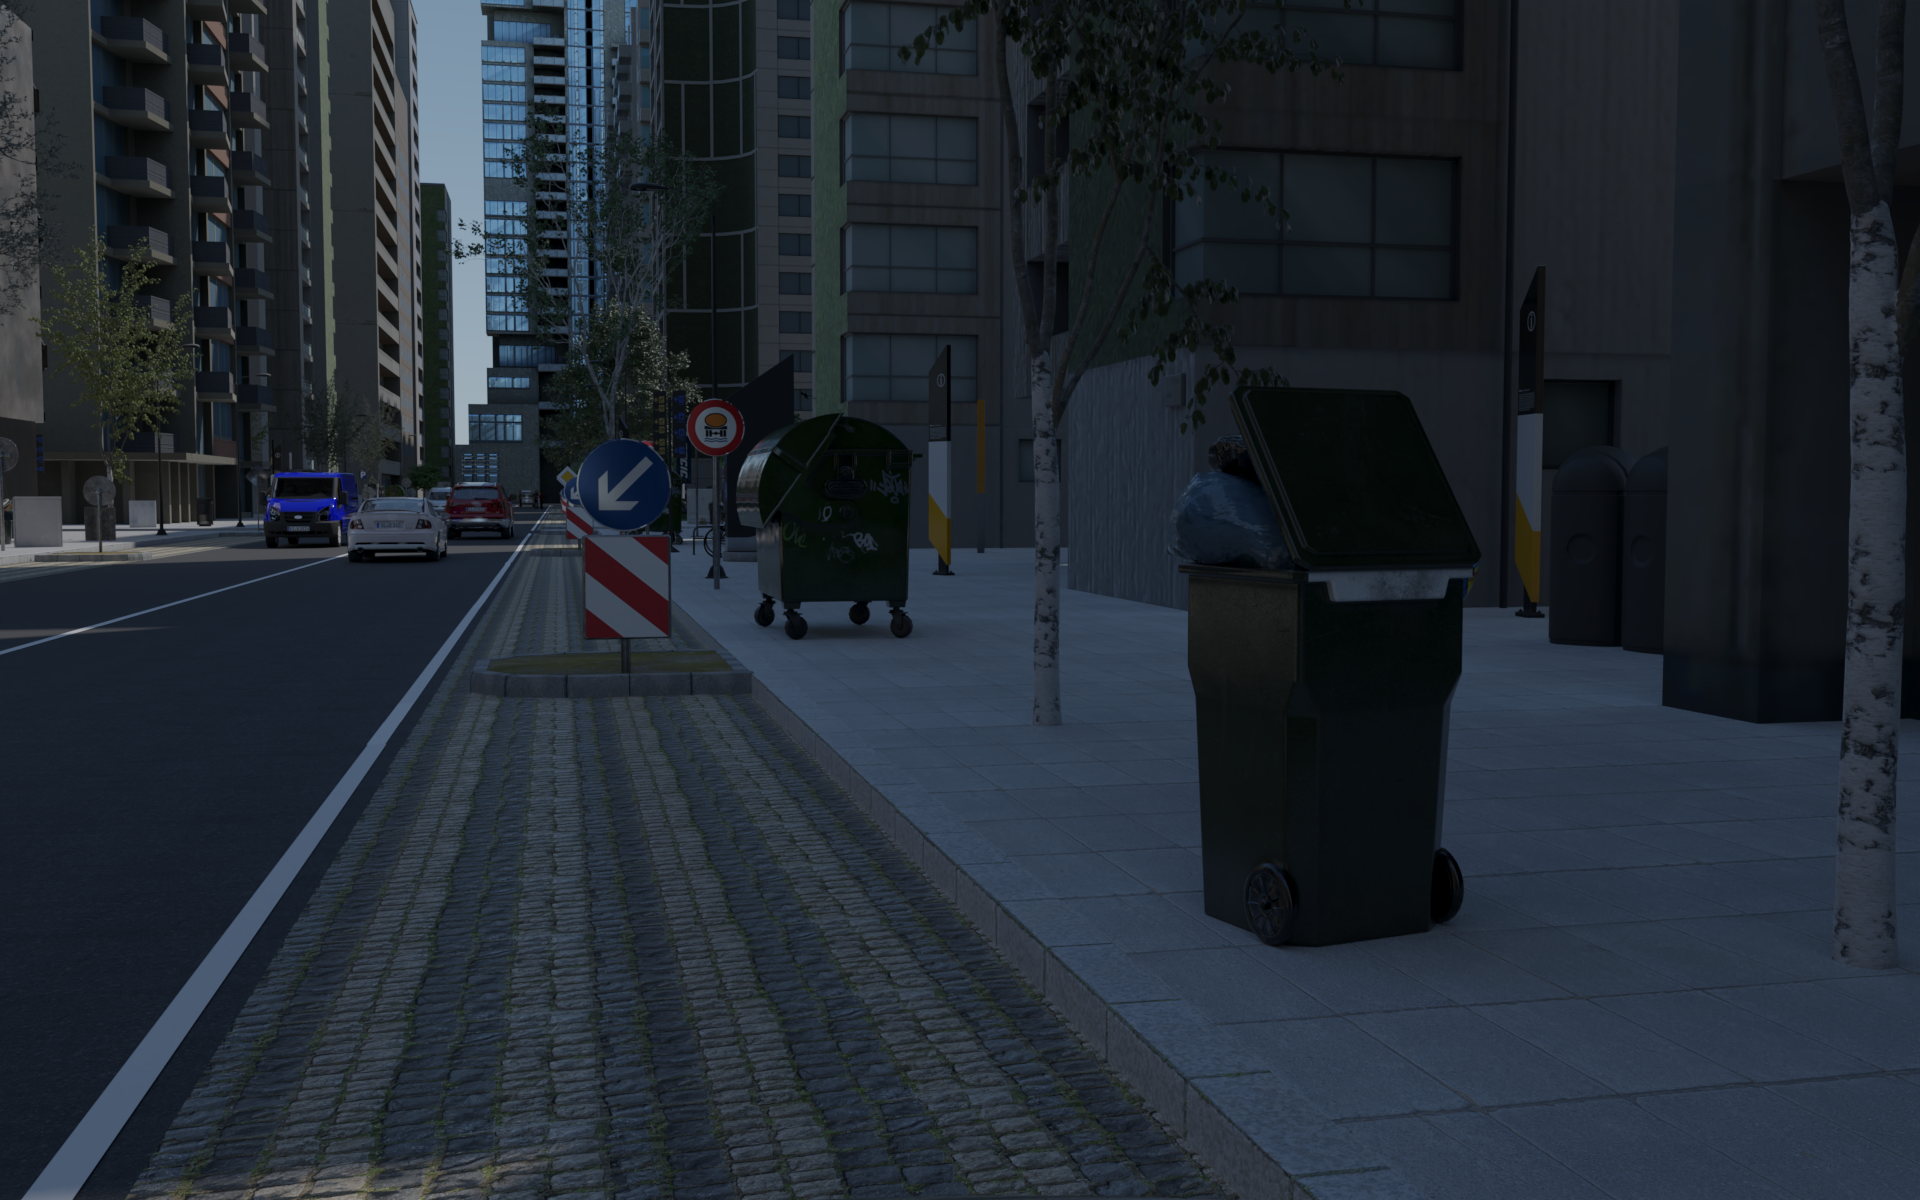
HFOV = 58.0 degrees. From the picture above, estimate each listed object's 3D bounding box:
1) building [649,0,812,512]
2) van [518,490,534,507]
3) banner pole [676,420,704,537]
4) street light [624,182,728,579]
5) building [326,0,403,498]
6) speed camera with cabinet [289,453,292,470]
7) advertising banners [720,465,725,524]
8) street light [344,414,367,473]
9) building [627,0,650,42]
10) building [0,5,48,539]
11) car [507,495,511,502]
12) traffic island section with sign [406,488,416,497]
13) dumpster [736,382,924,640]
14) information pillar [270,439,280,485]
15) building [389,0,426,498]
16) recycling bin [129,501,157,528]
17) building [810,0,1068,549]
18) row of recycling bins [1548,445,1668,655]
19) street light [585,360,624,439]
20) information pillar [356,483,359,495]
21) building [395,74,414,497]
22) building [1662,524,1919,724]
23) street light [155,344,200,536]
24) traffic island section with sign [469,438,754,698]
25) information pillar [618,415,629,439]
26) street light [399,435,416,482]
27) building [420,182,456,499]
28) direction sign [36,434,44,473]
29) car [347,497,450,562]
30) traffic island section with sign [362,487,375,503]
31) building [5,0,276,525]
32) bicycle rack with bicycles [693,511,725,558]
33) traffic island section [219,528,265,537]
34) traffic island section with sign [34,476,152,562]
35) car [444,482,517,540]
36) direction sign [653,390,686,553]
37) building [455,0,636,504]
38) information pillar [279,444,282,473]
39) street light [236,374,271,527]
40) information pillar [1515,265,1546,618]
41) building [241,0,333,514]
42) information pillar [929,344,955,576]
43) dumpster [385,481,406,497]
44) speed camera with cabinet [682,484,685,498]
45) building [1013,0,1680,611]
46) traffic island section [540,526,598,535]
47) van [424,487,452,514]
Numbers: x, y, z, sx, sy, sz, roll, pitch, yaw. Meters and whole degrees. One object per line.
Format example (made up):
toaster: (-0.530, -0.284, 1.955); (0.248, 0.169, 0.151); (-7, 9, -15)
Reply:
building: (-14.650, -42.311, 130.039); (20.563, 71.187, 20.611); (-1, 4, -13)
van: (-49.588, -11.698, 198.278); (2.013, 2.044, 4.112); (-1, 4, -13)
banner pole: (-8.102, -3.779, 51.799); (0.863, 3.779, 0.401); (-2, 4, -24)
street light: (-4.236, -3.275, 26.090); (1.470, 5.913, 1.316); (-1, 4, -13)
building: (-59.670, -31.988, 146.704); (21.300, 48.544, 21.600); (-1, 4, -13)
speed camera with cabinet: (-31.511, -5.375, 82.219); (0.660, 3.252, 2.038); (-2, 4, -25)
advertising banners: (-10.199, -4.775, 74.260); (0.090, 3.025, 2.074); (-1, 4, -12)
street light: (-35.210, -7.844, 100.788); (1.470, 5.913, 1.316); (-1, 4, -13)
building: (-22.665, -33.793, 172.125); (23.786, 49.044, 30.456); (-1, 4, -13)
building: (-34.736, -10.842, 44.726); (16.811, 18.784, 16.820); (-1, 4, -13)
car: (-54.250, -11.820, 205.840); (1.945, 1.354, 3.894); (-1, 4, -13)
traffic island section with sign: (-37.275, -6.677, 117.802); (1.989, 1.847, 2.006); (-1, 4, -13)
dumpster: (-1.222, -0.828, 16.030); (1.502, 2.255, 1.985); (-1, 4, -13)
information pillar: (-29.230, -5.036, 73.693); (0.183, 3.616, 0.504); (-2, 4, -28)
building: (-75.938, -39.999, 195.988); (28.212, 58.520, 21.231); (-1, 4, -13)
recycling bin: (-31.355, -3.296, 66.442); (0.722, 1.027, 0.722); (3, 4, 36)
building: (2.696, -22.242, 47.246); (14.154, 41.232, 14.086); (-1, 4, -13)
row of recycling bins: (6.128, -0.402, 13.690); (1.069, 1.692, 3.534); (-2, 4, -29)
street light: (-12.185, -5.373, 60.384); (1.470, 5.913, 1.316); (-1, 4, -13)
information pillar: (-39.301, -6.619, 112.707); (0.304, 2.012, 0.304); (-1, 4, -10)
building: (-64.736, -32.383, 179.574); (14.600, 45.320, 14.200); (-1, 4, -13)
building: (16.996, -23.089, 1.199); (21.300, 48.544, 21.600); (-1, 4, -13)
street light: (-24.225, -4.961, 53.646); (1.470, 5.913, 1.316); (-1, 4, -13)
traffic island section with sign: (-2.658, -0.271, 13.056); (1.989, 1.847, 2.006); (-1, 4, -13)
information pillar: (-9.966, -3.670, 51.362); (0.183, 3.616, 0.504); (-3, 5, -40)
street light: (-43.159, -9.957, 135.329); (1.470, 5.913, 1.316); (-1, 4, -13)
building: (-74.328, -33.332, 228.580); (14.086, 41.232, 14.154); (-1, 4, -13)
direction sign: (-35.095, -4.505, 65.655); (0.876, 3.537, 0.379); (1, 4, 12)
car: (-12.313, -1.570, 38.024); (2.083, 1.381, 4.827); (-1, 4, -13)
traffic island section with sign: (-31.092, -5.045, 91.118); (1.989, 1.847, 2.006); (-1, 4, -13)
building: (-46.003, -26.188, 82.800); (22.147, 44.769, 28.867); (-1, 4, -13)
bicycle rack with bicycles: (-4.227, -1.383, 35.988); (2.925, 0.926, 2.852); (-2, 4, -25)
traffic island section: (-24.035, -2.264, 59.297); (2.009, 0.180, 2.903); (-1, 4, -13)
traffic island section with sign: (-18.618, -1.756, 37.337); (1.989, 1.847, 2.006); (-1, 4, -13)
car: (-15.582, -2.909, 56.234); (2.281, 1.827, 5.304); (-1, 4, -12)
direction sign: (-6.359, -2.813, 37.995); (0.876, 3.537, 0.379); (2, 4, 29)
building: (-52.640, -56.475, 236.038); (31.000, 86.520, 22.319); (-1, 4, -13)
information pillar: (-31.505, -5.414, 79.867); (0.504, 3.616, 0.183); (-1, 4, -17)
street light: (-27.258, -5.765, 66.802); (1.470, 5.913, 1.316); (-1, 4, -13)
information pillar: (5.944, -1.633, 18.055); (0.183, 3.616, 0.504); (0, 4, -3)
building: (-49.226, -26.266, 113.045); (14.154, 41.232, 14.086); (-1, 4, -13)
information pillar: (-0.310, -2.202, 27.353); (0.183, 3.616, 0.504); (-3, 4, -38)
dumpster: (-43.044, -7.914, 131.880); (1.502, 2.255, 1.985); (-1, 4, -13)
speed camera with cabinet: (-14.702, -6.122, 94.423); (2.038, 3.252, 0.660); (0, 4, -1)
building: (7.822, -15.561, 26.120); (14.160, 30.474, 14.107); (-1, 4, -13)
traffic island section: (-13.910, -2.407, 61.630); (2.009, 0.180, 2.903); (-1, 4, -13)
van: (-31.471, -5.998, 105.080); (2.013, 2.044, 4.112); (-1, 4, -14)
